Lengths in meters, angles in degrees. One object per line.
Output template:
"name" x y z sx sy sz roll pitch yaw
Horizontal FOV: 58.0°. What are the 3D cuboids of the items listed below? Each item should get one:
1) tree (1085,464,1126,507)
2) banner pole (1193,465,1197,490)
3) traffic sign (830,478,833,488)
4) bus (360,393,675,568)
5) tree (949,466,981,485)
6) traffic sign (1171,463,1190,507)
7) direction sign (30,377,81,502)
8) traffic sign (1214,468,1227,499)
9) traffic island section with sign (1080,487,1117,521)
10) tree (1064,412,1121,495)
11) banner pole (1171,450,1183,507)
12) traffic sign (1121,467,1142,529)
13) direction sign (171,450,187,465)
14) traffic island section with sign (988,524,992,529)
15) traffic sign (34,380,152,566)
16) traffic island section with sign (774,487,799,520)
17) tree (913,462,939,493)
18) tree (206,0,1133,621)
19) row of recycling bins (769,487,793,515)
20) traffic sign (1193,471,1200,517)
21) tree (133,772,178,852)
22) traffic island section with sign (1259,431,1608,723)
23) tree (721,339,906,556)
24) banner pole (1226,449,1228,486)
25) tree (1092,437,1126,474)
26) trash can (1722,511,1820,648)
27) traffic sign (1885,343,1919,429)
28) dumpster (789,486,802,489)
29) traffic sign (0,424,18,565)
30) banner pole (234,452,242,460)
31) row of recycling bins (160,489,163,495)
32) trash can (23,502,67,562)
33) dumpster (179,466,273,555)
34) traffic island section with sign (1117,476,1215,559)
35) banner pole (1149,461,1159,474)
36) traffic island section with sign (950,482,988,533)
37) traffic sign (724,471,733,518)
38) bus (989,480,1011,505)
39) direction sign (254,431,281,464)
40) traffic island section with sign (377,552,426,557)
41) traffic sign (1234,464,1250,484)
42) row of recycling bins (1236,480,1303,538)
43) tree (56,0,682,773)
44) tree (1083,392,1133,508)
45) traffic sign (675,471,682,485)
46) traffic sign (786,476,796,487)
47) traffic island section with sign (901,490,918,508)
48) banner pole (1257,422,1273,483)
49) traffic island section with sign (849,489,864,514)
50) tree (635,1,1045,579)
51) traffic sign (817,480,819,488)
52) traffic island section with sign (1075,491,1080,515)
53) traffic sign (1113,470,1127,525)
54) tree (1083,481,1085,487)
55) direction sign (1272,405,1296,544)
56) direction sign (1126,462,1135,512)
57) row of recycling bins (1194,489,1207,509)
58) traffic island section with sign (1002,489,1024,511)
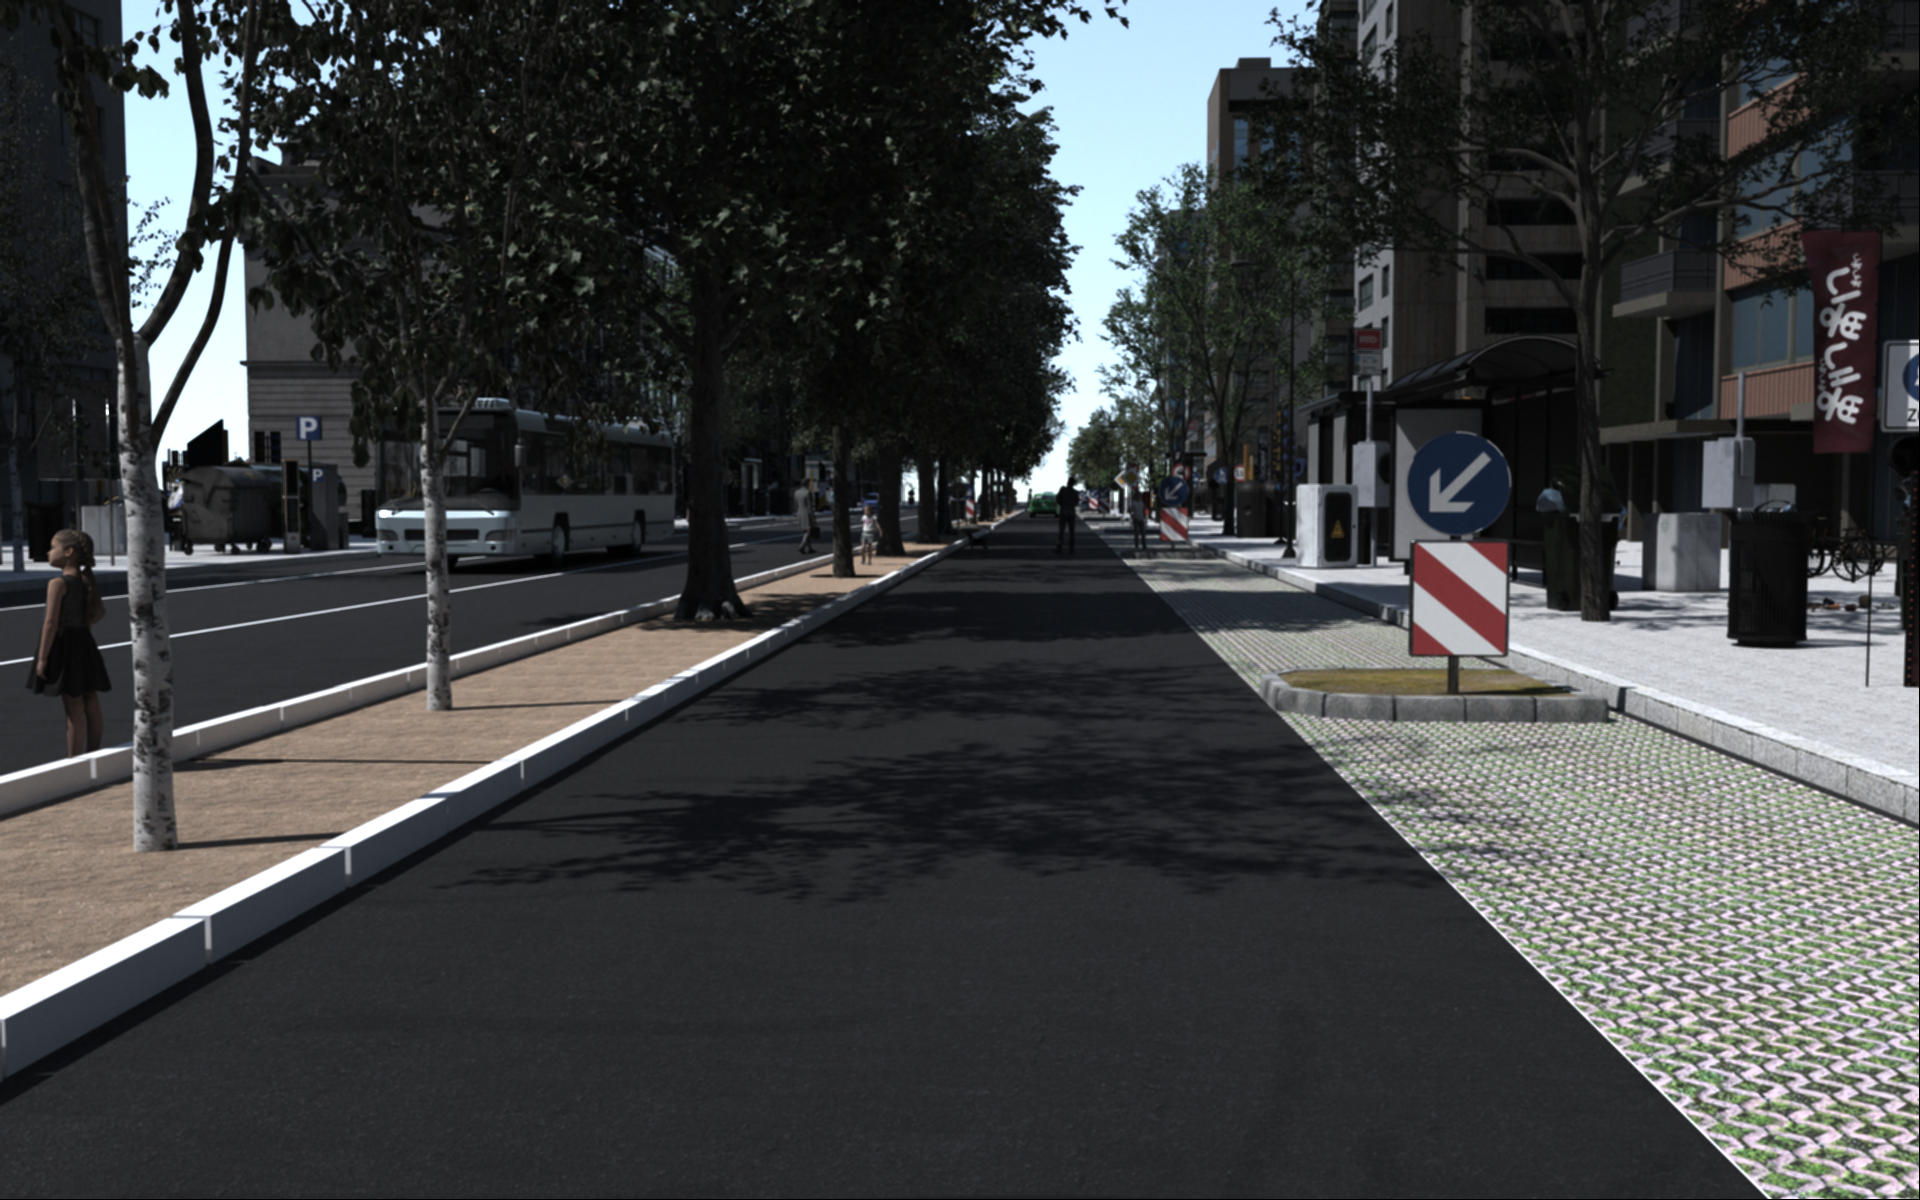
"tree" 15.861 -11.906 178.383 4.285 4.588 4.351 0 3 0
"banner pole" 17.742 -8.658 131.567 0.401 3.779 0.863 -2 4 -33
"traffic sign" -10.043 -8.375 137.044 0.768 2.556 0.104 1 4 13
"bus" -8.786 -2.538 36.350 2.948 3.499 13.247 0 4 4
"tree" 0.073 -23.464 301.762 7.486 12.596 7.792 0 3 0
"traffic sign" 9.174 -4.401 72.057 0.768 2.556 0.104 1 4 10
"direction sign" -17.509 -2.546 33.626 0.876 3.537 0.379 -2 4 -35
"traffic sign" 12.795 -5.164 84.534 0.768 2.556 0.104 1 4 12
"traffic island section with sign" 7.673 -5.212 93.841 1.989 1.847 2.006 0 4 3
"tree" 19.062 -19.589 238.411 7.486 12.596 7.792 0 3 0
"banner pole" 10.716 -5.854 85.732 0.863 3.779 0.401 2 4 24
"traffic sign" 6.302 -3.676 63.744 0.795 2.450 0.064 0 4 3
"direction sign" -40.431 -5.989 89.911 0.876 3.537 0.379 0 4 -6
"traffic island section with sign" 0.315 -3.895 71.812 2.006 1.907 1.989 0 4 3
"traffic sign" -15.487 -2.268 30.955 2.265 3.308 0.079 1 4 8
"traffic island section with sign" -9.096 -5.301 95.304 1.989 1.847 2.006 0 4 3
"tree" -3.196 -19.112 246.891 8.767 10.594 7.601 -3 5 -41
"tree" -2.904 -6.121 19.537 9.611 12.733 9.660 0 3 0
"row of recycling bins" -11.078 -6.153 107.716 1.069 1.692 3.534 -1 4 -18
"traffic sign" 13.093 -5.942 97.264 0.768 2.556 0.104 1 4 12
"tree" -3.227 -3.280 6.455 4.360 8.622 3.978 0 3 0
"traffic island section with sign" 3.093 -0.191 11.755 1.989 1.847 2.006 0 4 3
"tree" -1.614 -7.984 39.657 9.857 13.997 8.962 0 3 0
"banner pole" 14.934 -6.507 96.400 0.401 3.779 0.863 2 4 29
"tree" 17.589 -15.663 206.453 4.360 8.622 3.978 0 3 0
"trash can" 6.811 -0.180 14.596 0.748 1.137 0.748 0 3 0
"traffic sign" 6.450 -0.578 11.587 0.606 2.300 0.079 0 4 6
"dumpster" -11.542 -7.114 122.077 1.264 1.857 1.865 0 4 3
"traffic sign" -17.413 -1.910 31.337 0.768 2.556 0.104 0 4 3
"banner pole" -42.670 -6.876 102.446 0.863 3.779 0.401 2 4 33
"row of recycling bins" -63.918 -7.968 137.395 1.069 1.692 3.534 1 4 21
"trash can" -17.283 -1.290 32.750 0.748 1.137 0.748 0 3 0
"dumpster" -15.605 -1.901 36.843 1.264 1.857 1.865 0 4 3
"traffic island section with sign" 4.609 -1.837 38.667 1.989 1.847 2.006 0 4 3
"banner pole" 13.535 -7.971 120.337 0.863 3.779 0.401 0 4 3
"traffic island section with sign" -0.107 -3.442 64.417 2.006 1.907 1.989 0 4 3
"traffic sign" -12.504 -5.662 92.682 0.768 2.556 0.104 1 4 13
"bus" 5.149 -13.553 216.451 2.948 3.499 13.247 0 4 2
"direction sign" -25.019 -4.322 62.668 0.876 3.537 0.379 -1 4 -20
"traffic island section with sign" -12.175 -1.926 40.114 1.989 1.847 2.006 0 4 3
"traffic sign" 12.037 -4.543 74.381 0.768 2.556 0.104 1 4 11
"row of recycling bins" 9.637 -2.716 51.517 3.534 1.692 1.069 -2 4 -33
"tree" -3.430 -3.554 10.925 4.360 8.622 3.978 0 3 0
"tree" 14.714 -13.572 156.312 7.601 10.594 8.767 -1 4 -21
"traffic sign" -10.765 -3.735 64.713 0.795 2.450 0.064 0 4 3
"traffic sign" -12.175 -7.599 124.344 0.768 2.556 0.104 0 4 4
"traffic island section with sign" -4.797 -10.013 172.342 1.989 1.847 2.006 0 4 3
"banner pole" 10.600 -4.280 59.994 0.863 3.779 0.401 -2 4 -34
"traffic island section with sign" -7.572 -6.967 122.532 1.989 1.847 2.006 0 4 3
"tree" -2.094 -6.188 29.391 9.928 11.665 9.643 0 3 0
"traffic sign" -10.023 -7.533 125.294 0.606 2.300 0.079 0 4 8
"traffic island section with sign" 9.181 -6.867 120.899 1.989 1.847 2.006 0 4 3
"traffic sign" 6.746 -4.164 71.717 0.795 2.450 0.064 0 4 3
"tree" 20.408 -16.941 260.697 4.285 4.588 4.351 0 3 0
"direction sign" 8.257 -3.208 44.450 0.379 3.537 0.876 0 4 -7
"direction sign" 12.860 -8.452 130.180 0.876 3.537 0.379 3 4 38
"row of recycling bins" 19.497 -8.069 139.042 1.069 1.692 3.534 -1 4 -17
"traffic island section with sign" 4.489 -8.483 146.835 2.006 1.907 1.989 0 4 3
